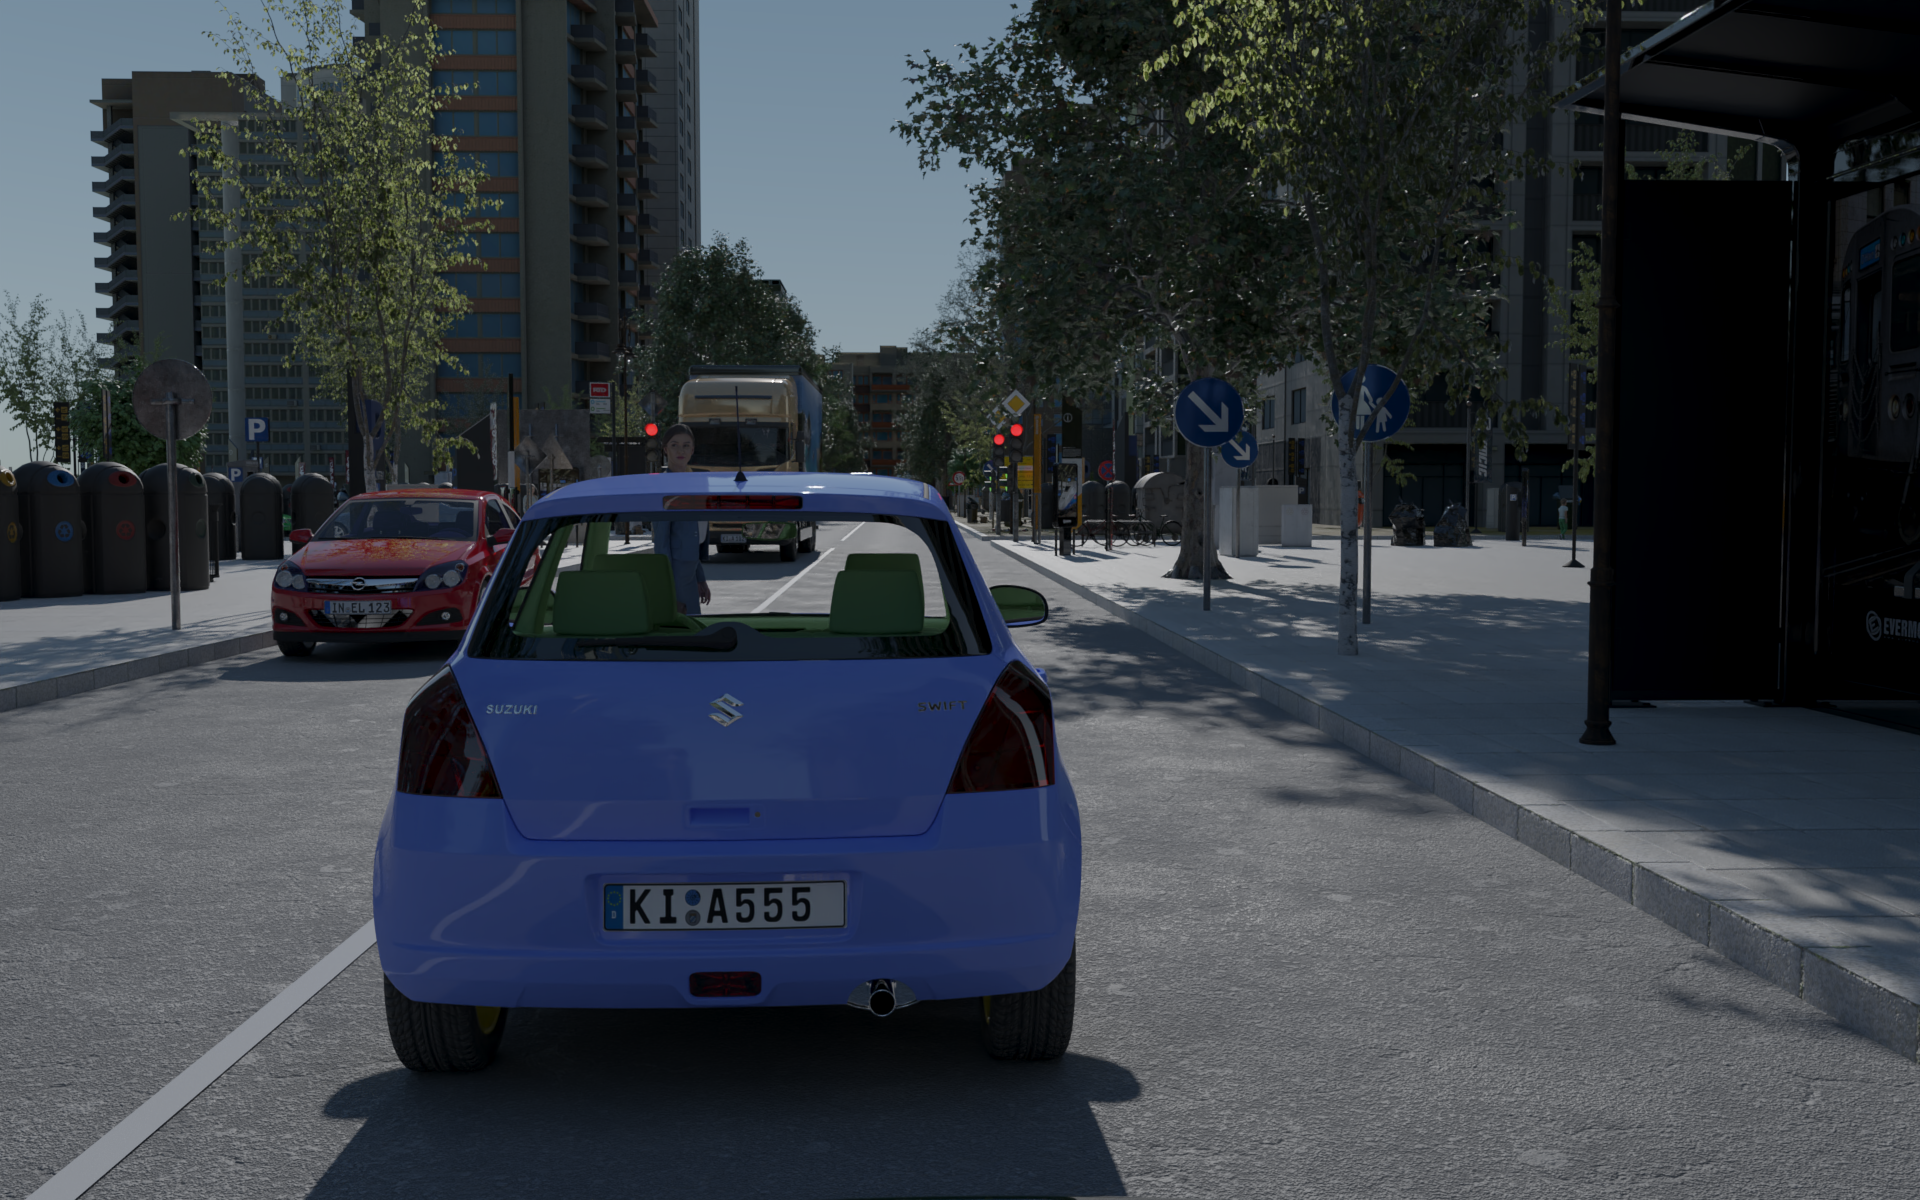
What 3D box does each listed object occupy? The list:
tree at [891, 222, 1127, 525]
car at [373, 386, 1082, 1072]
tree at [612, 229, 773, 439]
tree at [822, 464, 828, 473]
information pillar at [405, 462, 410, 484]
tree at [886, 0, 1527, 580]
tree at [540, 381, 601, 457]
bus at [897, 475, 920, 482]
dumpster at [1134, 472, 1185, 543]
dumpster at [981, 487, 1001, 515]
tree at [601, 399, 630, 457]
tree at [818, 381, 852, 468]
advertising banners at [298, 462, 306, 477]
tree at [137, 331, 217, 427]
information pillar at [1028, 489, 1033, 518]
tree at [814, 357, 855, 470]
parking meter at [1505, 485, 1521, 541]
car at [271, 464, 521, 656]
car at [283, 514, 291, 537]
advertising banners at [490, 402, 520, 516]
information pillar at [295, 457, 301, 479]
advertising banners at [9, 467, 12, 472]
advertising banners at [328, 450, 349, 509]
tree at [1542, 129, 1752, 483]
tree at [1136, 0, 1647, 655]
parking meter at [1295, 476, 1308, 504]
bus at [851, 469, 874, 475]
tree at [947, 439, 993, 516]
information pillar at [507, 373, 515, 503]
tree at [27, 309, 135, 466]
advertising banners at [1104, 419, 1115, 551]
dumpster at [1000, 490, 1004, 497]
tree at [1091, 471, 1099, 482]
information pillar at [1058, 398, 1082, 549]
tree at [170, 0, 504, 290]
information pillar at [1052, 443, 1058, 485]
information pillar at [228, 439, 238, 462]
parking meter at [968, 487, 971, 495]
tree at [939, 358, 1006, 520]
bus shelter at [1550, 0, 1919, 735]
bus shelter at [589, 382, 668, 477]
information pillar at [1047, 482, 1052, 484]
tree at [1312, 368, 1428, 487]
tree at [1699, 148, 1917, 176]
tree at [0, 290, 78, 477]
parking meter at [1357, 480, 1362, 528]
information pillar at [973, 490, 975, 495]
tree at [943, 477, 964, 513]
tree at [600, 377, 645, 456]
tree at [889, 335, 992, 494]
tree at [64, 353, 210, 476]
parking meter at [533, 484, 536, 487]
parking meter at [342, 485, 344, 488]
[{"bbox_3d":[2.380,-9.948,73.022,12.009,13.543,11.850,0,3,0],"label":"tree"},{"bbox_3d":[-0.635,0.242,5.638,1.945,1.707,3.694,0,4,-4],"label":"car"},{"bbox_3d":[-10.542,-9.697,75.548,9.611,12.733,9.660,0,3,0],"label":"tree"},{"bbox_3d":[-12.318,-9.588,140.473,4.285,4.588,4.351,0,3,0],"label":"tree"},{"bbox_3d":[-40.877,-8.364,128.104,0.504,3.616,0.183,3,5,40],"label":"information pillar"},{"bbox_3d":[3.693,-6.662,25.927,9.611,12.733,9.660,0,3,0],"label":"tree"},{"bbox_3d":[-26.142,-9.942,112.918,4.737,8.622,4.395,0,3,0],"label":"tree"},{"bbox_3d":[-5.294,-10.843,172.144,2.948,3.499,13.247,0,4,-3],"label":"bus"},{"bbox_3d":[5.402,-2.489,46.450,1.264,1.857,1.865,0,4,-2],"label":"dumpster"},{"bbox_3d":[1.972,-6.327,109.206,1.264,1.857,1.865,0,4,-2],"label":"dumpster"},{"bbox_3d":[-25.475,-10.769,126.440,4.737,8.622,4.395,0,3,0],"label":"tree"},{"bbox_3d":[-11.749,-12.093,132.138,7.601,10.594,8.767,-1,4,-19],"label":"tree"},{"bbox_3d":[-36.634,-6.043,94.983,2.074,3.025,0.090,2,4,25],"label":"advertising banners"},{"bbox_3d":[-35.617,-7.747,77.022,4.737,8.622,4.395,0,3,0],"label":"tree"},{"bbox_3d":[3.847,-5.379,92.443,0.304,2.012,0.304,-3,5,-41],"label":"information pillar"},{"bbox_3d":[-11.827,-11.939,120.950,9.928,11.665,9.643,0,3,0],"label":"tree"},{"bbox_3d":[15.217,-2.400,47.650,0.372,1.533,0.369,0,3,0],"label":"parking meter"},{"bbox_3d":[-5.200,-0.467,16.679,2.155,1.783,4.494,0,4,-4],"label":"car"},{"bbox_3d":[-21.402,-2.498,49.643,4.718,1.807,1.959,0,4,-4],"label":"car"},{"bbox_3d":[-8.561,-2.223,32.540,0.090,3.025,2.074,-2,4,-27],"label":"advertising banners"},{"bbox_3d":[-41.501,-7.175,108.669,0.504,3.616,0.183,2,4,35],"label":"information pillar"},{"bbox_3d":[-61.274,-7.038,111.263,2.074,3.025,0.090,3,5,40],"label":"advertising banners"},{"bbox_3d":[-24.415,-4.401,68.143,0.090,3.025,2.074,1,4,10],"label":"advertising banners"},{"bbox_3d":[13.823,-5.162,34.754,4.737,8.622,4.395,0,3,0],"label":"tree"},{"bbox_3d":[3.102,-3.852,13.343,4.360,8.622,3.978,0,3,0],"label":"tree"},{"bbox_3d":[11.137,-3.107,56.511,0.399,1.863,0.255,0,4,4],"label":"parking meter"},{"bbox_3d":[-8.601,-9.347,147.690,2.948,3.499,13.247,0,4,-1],"label":"bus"},{"bbox_3d":[0.703,-7.314,103.299,4.285,4.588,4.351,0,3,0],"label":"tree"},{"bbox_3d":[-8.764,-2.598,33.831,0.183,3.616,0.504,-1,4,-19],"label":"information pillar"},{"bbox_3d":[-34.452,-7.221,68.422,4.360,8.622,3.978,0,3,0],"label":"tree"},{"bbox_3d":[3.449,-2.657,39.631,0.090,3.025,2.074,1,4,10],"label":"advertising banners"},{"bbox_3d":[3.599,-7.261,121.207,1.502,2.255,1.985,0,4,-2],"label":"dumpster"},{"bbox_3d":[9.208,-8.001,125.424,1.663,3.219,1.824,0,3,0],"label":"tree"},{"bbox_3d":[2.597,-3.002,40.435,0.504,3.616,0.183,0,4,7],"label":"information pillar"},{"bbox_3d":[-7.774,-4.409,22.452,4.360,8.622,3.978,0,3,0],"label":"tree"},{"bbox_3d":[4.440,-5.440,80.296,0.183,3.616,0.504,-2,4,-27],"label":"information pillar"},{"bbox_3d":[-30.877,-5.033,73.649,0.504,3.616,0.183,2,4,25],"label":"information pillar"},{"bbox_3d":[0.654,-6.135,106.010,0.255,1.863,0.399,0,4,-7],"label":"parking meter"},{"bbox_3d":[1.359,-8.346,86.824,4.360,8.622,3.978,0,3,0],"label":"tree"},{"bbox_3d":[4.474,-0.983,7.357,1.731,3.624,6.357,0,4,-2],"label":"bus shelter"},{"bbox_3d":[-12.268,-5.328,64.743,2.179,5.291,8.768,0,4,-2],"label":"bus shelter"},{"bbox_3d":[5.538,-6.246,106.618,0.304,2.012,0.304,1,4,20],"label":"information pillar"},{"bbox_3d":[14.415,-6.752,60.756,4.737,8.622,4.395,0,3,0],"label":"tree"},{"bbox_3d":[14.604,-4.795,28.763,4.360,8.622,3.978,0,3,0],"label":"tree"},{"bbox_3d":[-33.442,-6.885,62.926,4.737,8.622,4.395,0,3,0],"label":"tree"},{"bbox_3d":[14.761,-3.605,64.657,0.399,1.863,0.255,3,4,37],"label":"parking meter"},{"bbox_3d":[1.003,-8.374,128.276,0.183,3.616,0.504,2,4,28],"label":"information pillar"},{"bbox_3d":[-0.134,-7.677,120.118,1.663,3.219,1.824,0,3,0],"label":"tree"},{"bbox_3d":[-20.203,-9.540,106.338,4.360,8.622,3.978,0,3,0],"label":"tree"},{"bbox_3d":[-1.845,-21.068,200.347,12.611,20.169,13.585,0,3,0],"label":"tree"},{"bbox_3d":[-19.255,-3.489,40.752,4.285,4.588,4.351,0,3,0],"label":"tree"},{"bbox_3d":[-19.701,-4.525,79.703,0.399,1.863,0.255,3,5,40],"label":"parking meter"},{"bbox_3d":[-36.347,-5.919,102.480,0.399,1.863,0.255,0,4,3],"label":"parking meter"}]
